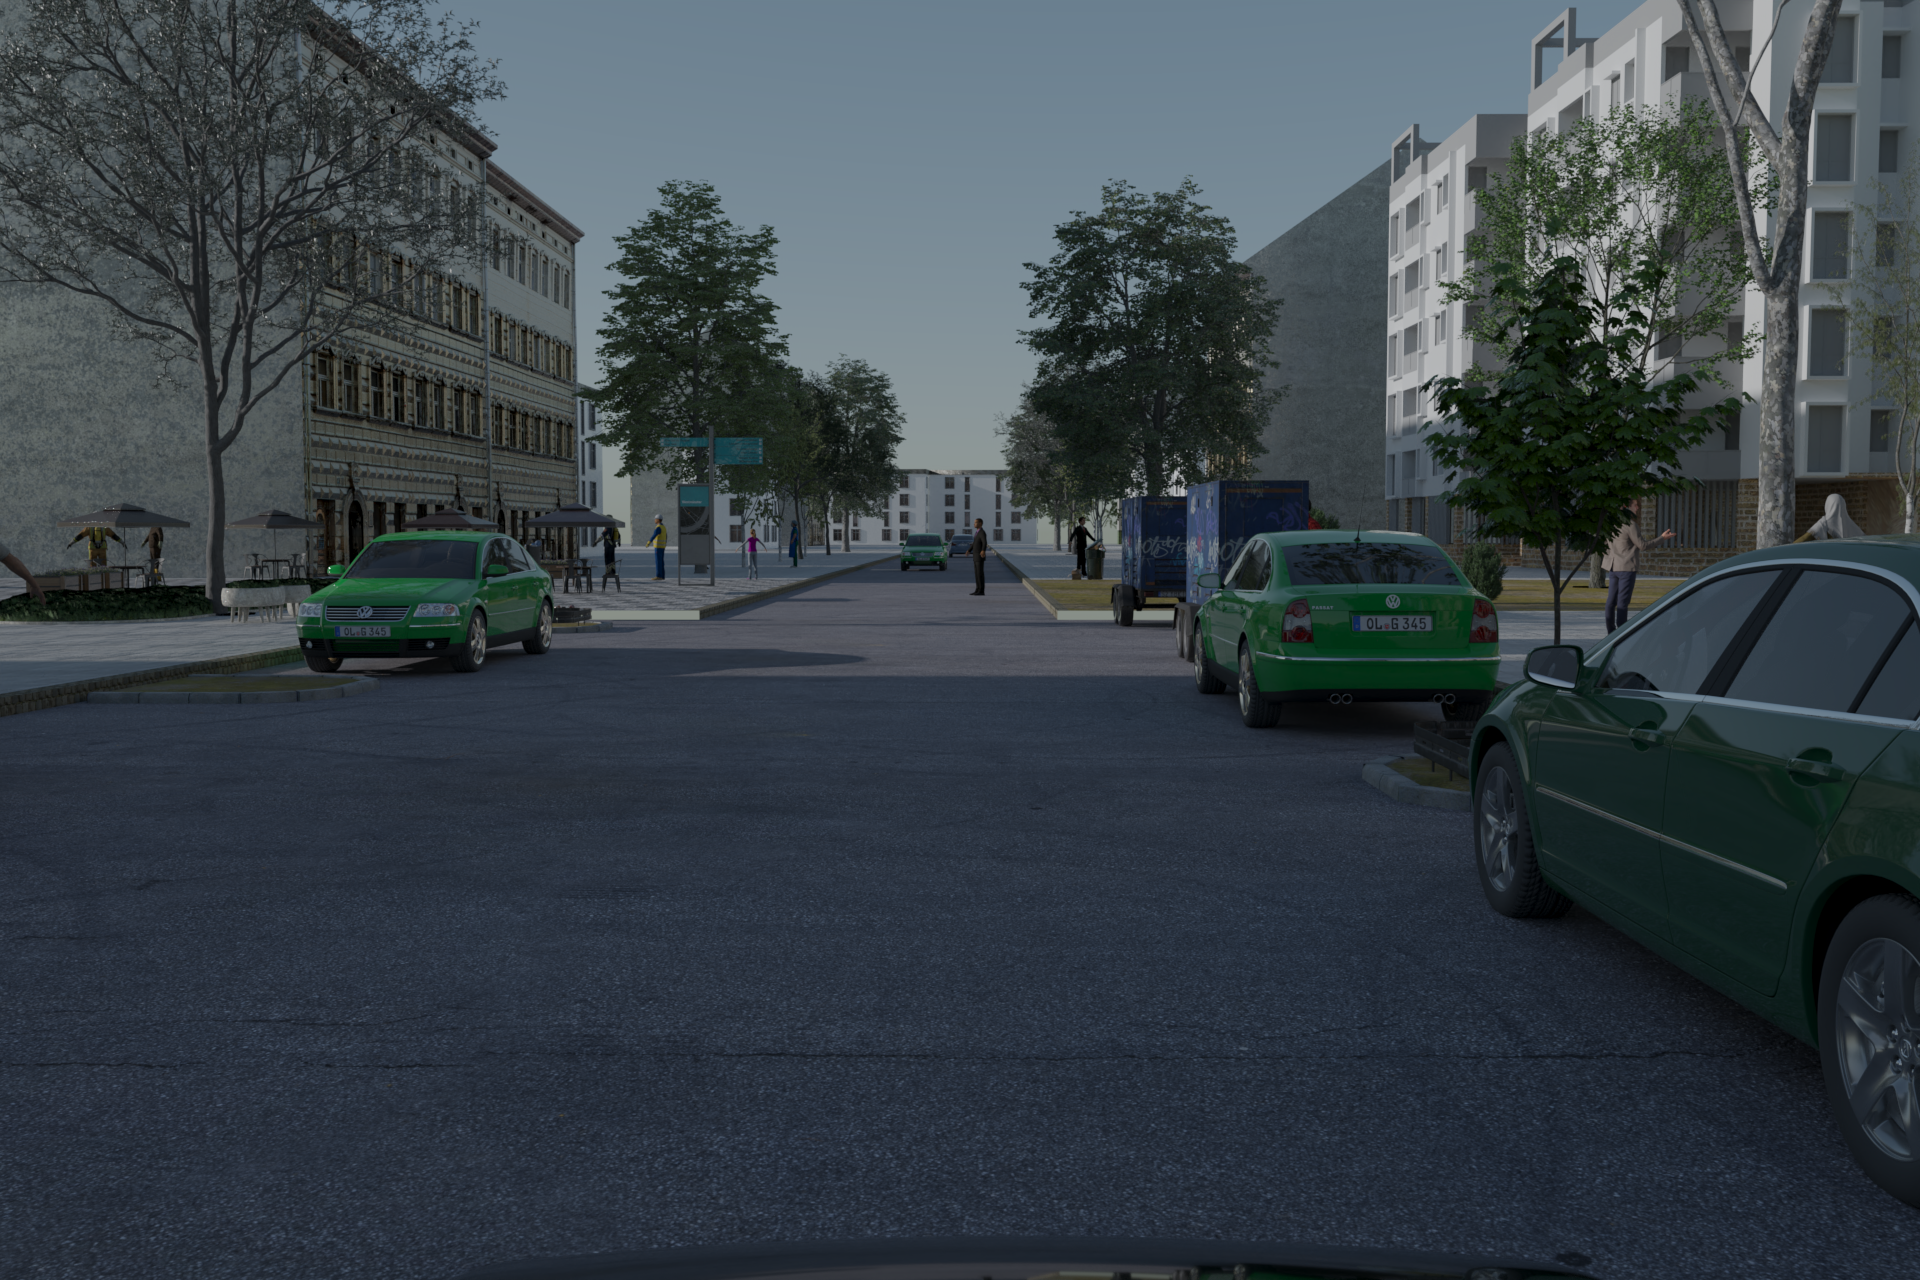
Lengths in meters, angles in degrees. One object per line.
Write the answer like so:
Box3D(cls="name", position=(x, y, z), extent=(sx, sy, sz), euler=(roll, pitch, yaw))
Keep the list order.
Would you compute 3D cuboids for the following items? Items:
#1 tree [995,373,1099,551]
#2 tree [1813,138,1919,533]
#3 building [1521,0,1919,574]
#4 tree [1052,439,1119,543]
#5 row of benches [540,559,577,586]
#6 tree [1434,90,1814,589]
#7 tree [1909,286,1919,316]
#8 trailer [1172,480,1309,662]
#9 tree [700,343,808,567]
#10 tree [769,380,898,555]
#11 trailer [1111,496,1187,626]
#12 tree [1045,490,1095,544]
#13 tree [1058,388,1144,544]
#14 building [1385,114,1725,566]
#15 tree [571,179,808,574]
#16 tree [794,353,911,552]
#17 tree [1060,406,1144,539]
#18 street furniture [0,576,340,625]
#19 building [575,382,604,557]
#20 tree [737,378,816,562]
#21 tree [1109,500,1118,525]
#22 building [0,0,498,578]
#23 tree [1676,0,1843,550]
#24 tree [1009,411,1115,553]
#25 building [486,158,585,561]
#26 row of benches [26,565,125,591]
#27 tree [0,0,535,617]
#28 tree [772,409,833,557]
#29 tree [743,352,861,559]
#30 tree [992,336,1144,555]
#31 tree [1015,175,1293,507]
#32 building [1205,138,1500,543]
Box3D(cls="tree", position=(7.321, -13.765, 131.711), extent=(9.857, 13.997, 8.962), euler=(0, 3, 0))
Box3D(cls="tree", position=(18.038, -5.067, 33.215), extent=(4.360, 8.622, 3.978), euler=(0, 3, 0))
Box3D(cls="building", position=(26.403, -12.687, 63.856), extent=(16.016, 20.090, 11.380), euler=(0, 4, 0))
Box3D(cls="tree", position=(7.300, -8.874, 95.454), extent=(4.737, 8.622, 4.395), euler=(0, 3, 0))
Box3D(cls="row of benches", position=(-11.303, -1.646, 42.371), extent=(4.104, 0.672, 1.422), euler=(-1, 4, -17))
Box3D(cls="tree", position=(15.321, -7.036, 40.787), extent=(9.928, 11.665, 9.643), euler=(0, 3, 0))
Box3D(cls="tree", position=(28.693, -8.065, 42.225), extent=(12.009, 13.543, 11.850), euler=(0, 3, 0))
Box3D(cls="trailer", position=(3.231, -0.813, 20.342), extent=(1.471, 1.999, 3.904), euler=(0, 4, 0))
Box3D(cls="tree", position=(-8.170, -7.090, 66.283), extent=(4.737, 8.622, 4.395), euler=(0, 3, 0))
Box3D(cls="tree", position=(-7.962, -10.390, 104.293), extent=(8.767, 10.594, 7.601), euler=(-1, 4, -12))
Box3D(cls="trailer", position=(3.158, -1.274, 27.877), extent=(1.471, 1.999, 3.904), euler=(0, 4, -1))
Box3D(cls="tree", position=(14.695, -18.885, 226.893), extent=(7.486, 12.596, 7.792), euler=(0, 3, 0))
Box3D(cls="tree", position=(6.625, -7.982, 80.862), extent=(4.737, 8.622, 4.395), euler=(0, 3, 0))
Box3D(cls="building", position=(25.509, -13.754, 81.299), extent=(16.016, 20.090, 11.380), euler=(0, 4, 1))
Box3D(cls="tree", position=(-8.776, -8.459, 56.429), extent=(7.486, 12.596, 7.792), euler=(0, 3, 0))
Box3D(cls="tree", position=(-8.144, -13.271, 123.638), extent=(9.857, 13.997, 8.962), euler=(0, 3, 0))
Box3D(cls="tree", position=(6.761, -8.387, 87.492), extent=(4.360, 8.622, 3.978), euler=(0, 3, 0))
Box3D(cls="street furniture", position=(-11.625, -0.837, 29.313), extent=(5.734, 0.657, 10.072), euler=(1, 4, 10))
Box3D(cls="building", position=(-25.514, -9.803, 102.426), extent=(9.099, 9.664, 28.070), euler=(0, 4, 1))
Box3D(cls="tree", position=(-8.546, -7.984, 80.896), extent=(4.737, 8.622, 4.395), euler=(0, 3, 0))
Box3D(cls="tree", position=(22.966, -18.754, 224.747), extent=(7.486, 12.596, 7.792), euler=(0, 3, 0))
Box3D(cls="building", position=(-27.923, -13.939, 58.834), extent=(19.493, 23.208, 18.063), euler=(0, 4, 1))
Box3D(cls="tree", position=(9.416, -10.091, 20.871), extent=(12.611, 20.169, 13.585), euler=(0, 3, 0))
Box3D(cls="tree", position=(7.583, -11.331, 119.670), extent=(8.767, 10.594, 7.601), euler=(0, 4, 2))
Box3D(cls="building", position=(-28.662, -15.130, 78.308), extent=(19.493, 23.208, 18.063), euler=(0, 4, 0))
Box3D(cls="row of benches", position=(-16.389, -1.027, 32.252), extent=(1.422, 0.672, 4.104), euler=(-1, 4, -12))
Box3D(cls="tree", position=(-11.581, -7.129, 26.924), extent=(12.009, 13.543, 11.850), euler=(0, 3, 0))
Box3D(cls="tree", position=(-8.717, -8.952, 96.734), extent=(4.737, 8.622, 4.395), euler=(0, 3, 0))
Box3D(cls="tree", position=(-8.462, -9.398, 88.067), extent=(7.601, 10.594, 8.767), euler=(0, 4, 6))
Box3D(cls="tree", position=(7.017, -12.044, 107.291), extent=(12.009, 13.543, 11.850), euler=(0, 3, 0))
Box3D(cls="tree", position=(6.744, -9.423, 60.724), extent=(9.857, 13.997, 8.962), euler=(0, 3, 0))
Box3D(cls="building", position=(25.553, -16.804, 105.667), extent=(19.493, 23.208, 18.063), euler=(0, 4, 0))
